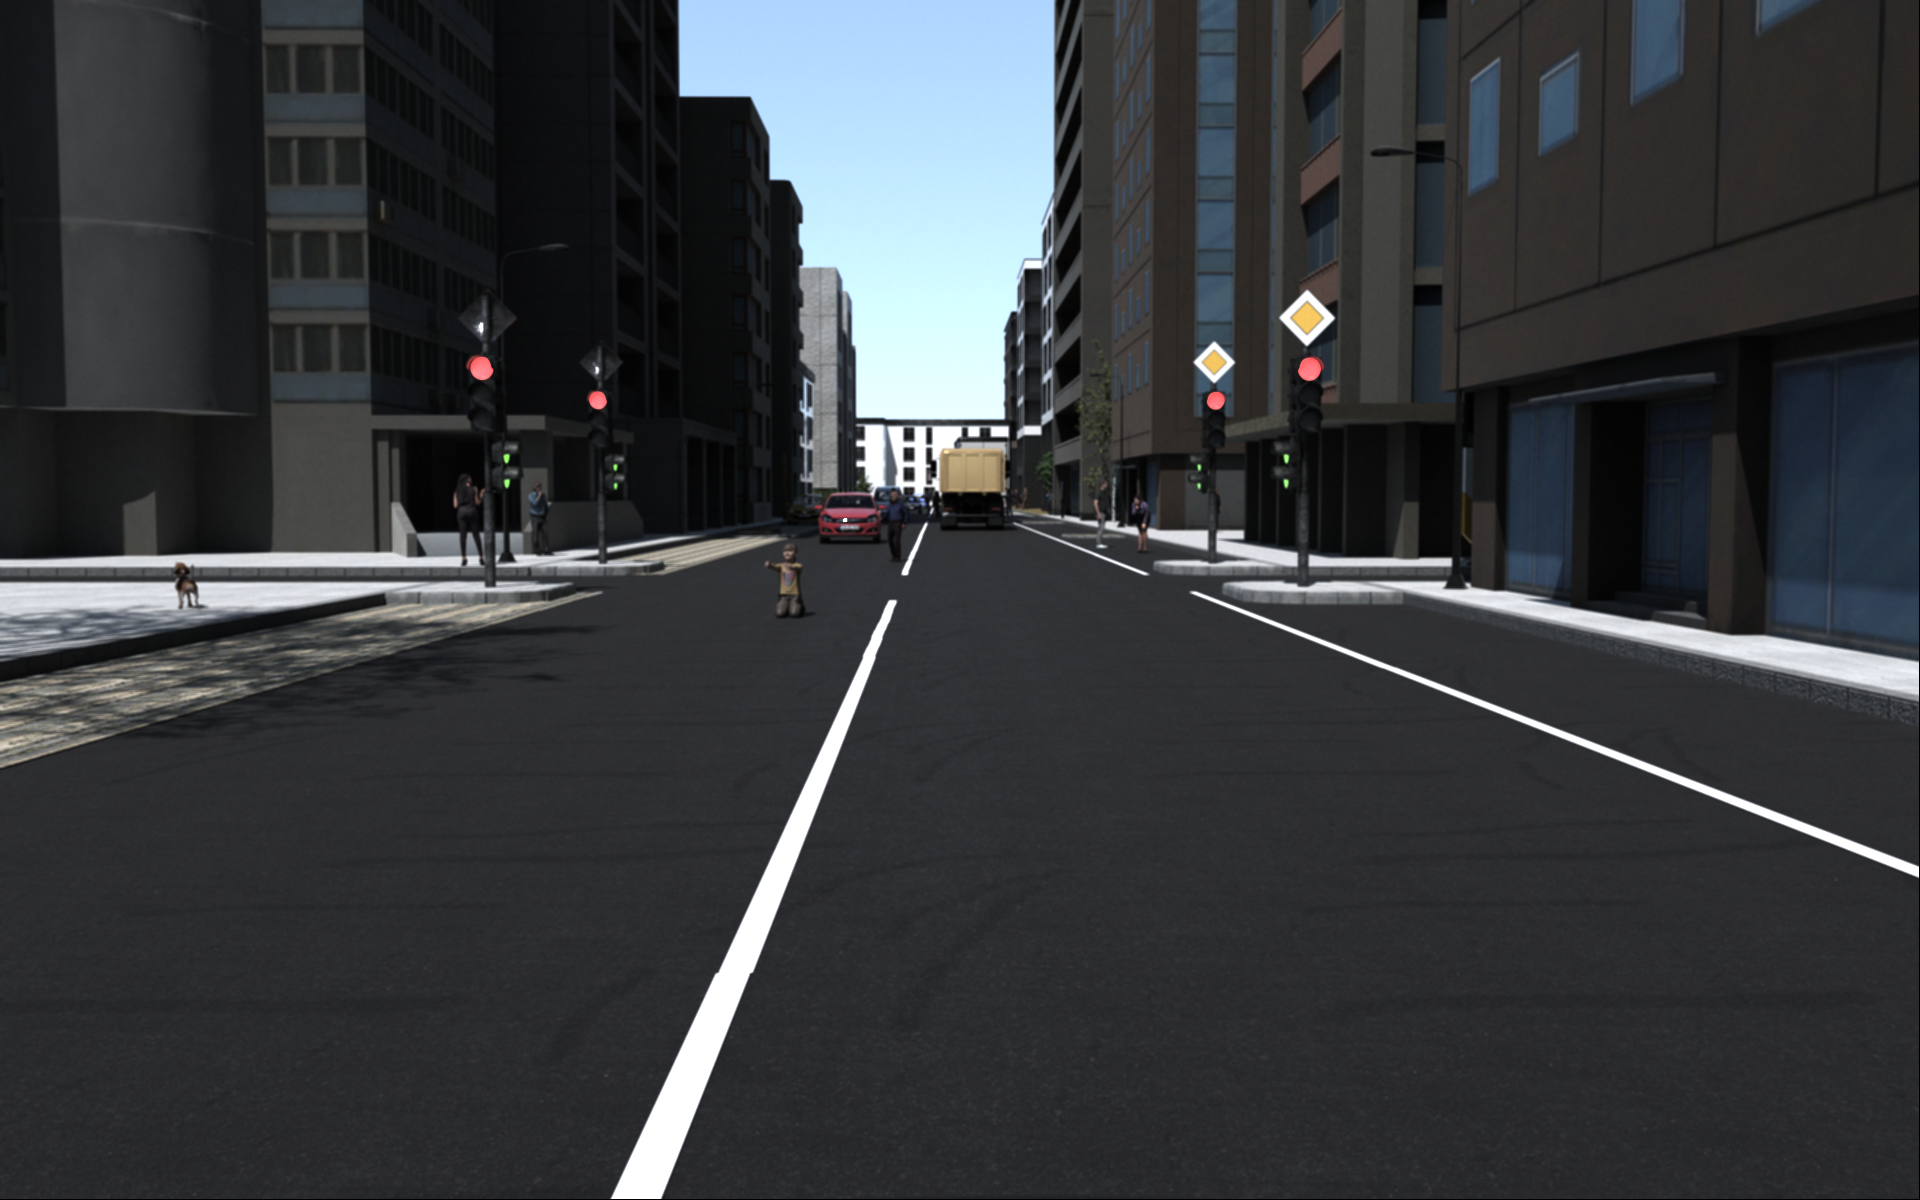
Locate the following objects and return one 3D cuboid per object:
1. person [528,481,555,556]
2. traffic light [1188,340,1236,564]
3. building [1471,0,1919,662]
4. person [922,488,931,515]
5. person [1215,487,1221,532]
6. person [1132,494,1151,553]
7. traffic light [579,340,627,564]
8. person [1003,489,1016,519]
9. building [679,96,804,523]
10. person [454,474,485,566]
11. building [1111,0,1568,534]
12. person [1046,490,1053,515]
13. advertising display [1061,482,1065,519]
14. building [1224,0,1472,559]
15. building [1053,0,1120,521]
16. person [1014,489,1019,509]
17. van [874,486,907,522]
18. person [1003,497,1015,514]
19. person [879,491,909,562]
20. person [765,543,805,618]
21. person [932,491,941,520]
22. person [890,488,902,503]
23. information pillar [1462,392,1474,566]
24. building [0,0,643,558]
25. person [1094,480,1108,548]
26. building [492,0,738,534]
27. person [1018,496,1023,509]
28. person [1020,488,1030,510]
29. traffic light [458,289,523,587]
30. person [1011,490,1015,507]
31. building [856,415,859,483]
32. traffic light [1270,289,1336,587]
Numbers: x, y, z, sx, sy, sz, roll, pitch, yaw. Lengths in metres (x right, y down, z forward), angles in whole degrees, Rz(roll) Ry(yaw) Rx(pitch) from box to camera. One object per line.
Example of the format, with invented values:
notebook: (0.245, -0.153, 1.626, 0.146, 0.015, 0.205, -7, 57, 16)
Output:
person: (-8.693, -1.690, 35.882, 0.499, 1.552, 0.429, -2, 4, -23)
traffic light: (4.636, -2.626, 31.863, 0.839, 4.253, 0.868, 0, 4, -1)
building: (13.685, -22.374, 15.928, 14.600, 45.320, 14.200, 0, 4, -1)
person: (-2.266, -6.583, 116.008, 0.599, 1.838, 0.709, 0, 4, 3)
person: (8.497, -3.022, 57.998, 0.480, 1.512, 0.613, -1, 4, -22)
person: (4.384, -1.845, 41.906, 0.421, 1.427, 0.697, 2, 4, 26)
traffic light: (-6.544, -2.617, 31.712, 0.839, 4.253, 0.868, 0, 4, -1)
person: (2.869, -5.640, 101.434, 0.841, 1.734, 0.376, -1, 4, -20)
building: (-23.091, -14.977, 89.915, 27.650, 21.520, 28.899, 0, 4, -1)
person: (-8.748, -1.433, 30.937, 0.415, 1.643, 0.593, 3, 4, 36)
building: (13.524, -25.471, 66.568, 14.600, 45.320, 14.200, 0, 4, -1)
person: (5.499, -5.959, 105.687, 0.499, 1.552, 0.429, 1, 4, 13)
advertising display: (5.399, -5.254, 91.112, 0.123, 1.923, 0.974, 0, 4, -2)
building: (21.147, -23.720, 42.449, 28.867, 44.769, 22.147, 0, 4, -1)
building: (16.356, -28.664, 92.358, 21.300, 48.544, 21.600, 0, 4, -1)
person: (4.935, -8.805, 150.925, 0.530, 1.710, 0.541, 1, 4, 19)
van: (-3.773, -5.113, 90.616, 2.013, 2.044, 4.112, 0, 4, 0)
person: (3.397, -6.889, 121.847, 1.217, 1.736, 0.721, 3, 5, 42)
person: (-1.448, -1.558, 36.667, 0.600, 1.496, 0.574, -2, 4, -30)
person: (-2.010, -0.224, 20.090, 0.347, 0.859, 0.695, 1, 4, 10)
person: (-1.274, -5.253, 96.089, 0.593, 1.614, 0.444, -1, 4, -20)
person: (-3.084, -4.416, 81.432, 0.376, 1.734, 0.841, -3, 4, -36)
information pillar: (9.213, -2.421, 30.939, 0.504, 3.616, 0.183, -1, 4, -21)
building: (-25.242, -21.420, 42.099, 32.217, 40.220, 23.993, 0, 4, -1)
person: (3.794, -2.296, 46.171, 0.434, 1.807, 0.598, 2, 4, 34)
building: (-19.203, -38.256, 63.736, 20.563, 71.187, 20.611, 0, 4, -1)
person: (5.349, -8.454, 147.448, 0.799, 1.438, 0.628, -2, 4, -27)
person: (5.366, -8.366, 143.381, 0.990, 1.755, 0.434, -2, 4, -30)
traffic light: (-6.448, -2.129, 23.727, 0.839, 4.253, 0.868, 0, 4, -1)
person: (5.025, -9.730, 166.047, 0.541, 1.710, 0.530, -1, 4, -9)
building: (-24.935, -14.486, 178.999, 28.070, 9.664, 9.099, 0, 4, -1)
traffic light: (4.733, -2.138, 23.878, 0.839, 4.253, 0.868, 0, 4, -1)
